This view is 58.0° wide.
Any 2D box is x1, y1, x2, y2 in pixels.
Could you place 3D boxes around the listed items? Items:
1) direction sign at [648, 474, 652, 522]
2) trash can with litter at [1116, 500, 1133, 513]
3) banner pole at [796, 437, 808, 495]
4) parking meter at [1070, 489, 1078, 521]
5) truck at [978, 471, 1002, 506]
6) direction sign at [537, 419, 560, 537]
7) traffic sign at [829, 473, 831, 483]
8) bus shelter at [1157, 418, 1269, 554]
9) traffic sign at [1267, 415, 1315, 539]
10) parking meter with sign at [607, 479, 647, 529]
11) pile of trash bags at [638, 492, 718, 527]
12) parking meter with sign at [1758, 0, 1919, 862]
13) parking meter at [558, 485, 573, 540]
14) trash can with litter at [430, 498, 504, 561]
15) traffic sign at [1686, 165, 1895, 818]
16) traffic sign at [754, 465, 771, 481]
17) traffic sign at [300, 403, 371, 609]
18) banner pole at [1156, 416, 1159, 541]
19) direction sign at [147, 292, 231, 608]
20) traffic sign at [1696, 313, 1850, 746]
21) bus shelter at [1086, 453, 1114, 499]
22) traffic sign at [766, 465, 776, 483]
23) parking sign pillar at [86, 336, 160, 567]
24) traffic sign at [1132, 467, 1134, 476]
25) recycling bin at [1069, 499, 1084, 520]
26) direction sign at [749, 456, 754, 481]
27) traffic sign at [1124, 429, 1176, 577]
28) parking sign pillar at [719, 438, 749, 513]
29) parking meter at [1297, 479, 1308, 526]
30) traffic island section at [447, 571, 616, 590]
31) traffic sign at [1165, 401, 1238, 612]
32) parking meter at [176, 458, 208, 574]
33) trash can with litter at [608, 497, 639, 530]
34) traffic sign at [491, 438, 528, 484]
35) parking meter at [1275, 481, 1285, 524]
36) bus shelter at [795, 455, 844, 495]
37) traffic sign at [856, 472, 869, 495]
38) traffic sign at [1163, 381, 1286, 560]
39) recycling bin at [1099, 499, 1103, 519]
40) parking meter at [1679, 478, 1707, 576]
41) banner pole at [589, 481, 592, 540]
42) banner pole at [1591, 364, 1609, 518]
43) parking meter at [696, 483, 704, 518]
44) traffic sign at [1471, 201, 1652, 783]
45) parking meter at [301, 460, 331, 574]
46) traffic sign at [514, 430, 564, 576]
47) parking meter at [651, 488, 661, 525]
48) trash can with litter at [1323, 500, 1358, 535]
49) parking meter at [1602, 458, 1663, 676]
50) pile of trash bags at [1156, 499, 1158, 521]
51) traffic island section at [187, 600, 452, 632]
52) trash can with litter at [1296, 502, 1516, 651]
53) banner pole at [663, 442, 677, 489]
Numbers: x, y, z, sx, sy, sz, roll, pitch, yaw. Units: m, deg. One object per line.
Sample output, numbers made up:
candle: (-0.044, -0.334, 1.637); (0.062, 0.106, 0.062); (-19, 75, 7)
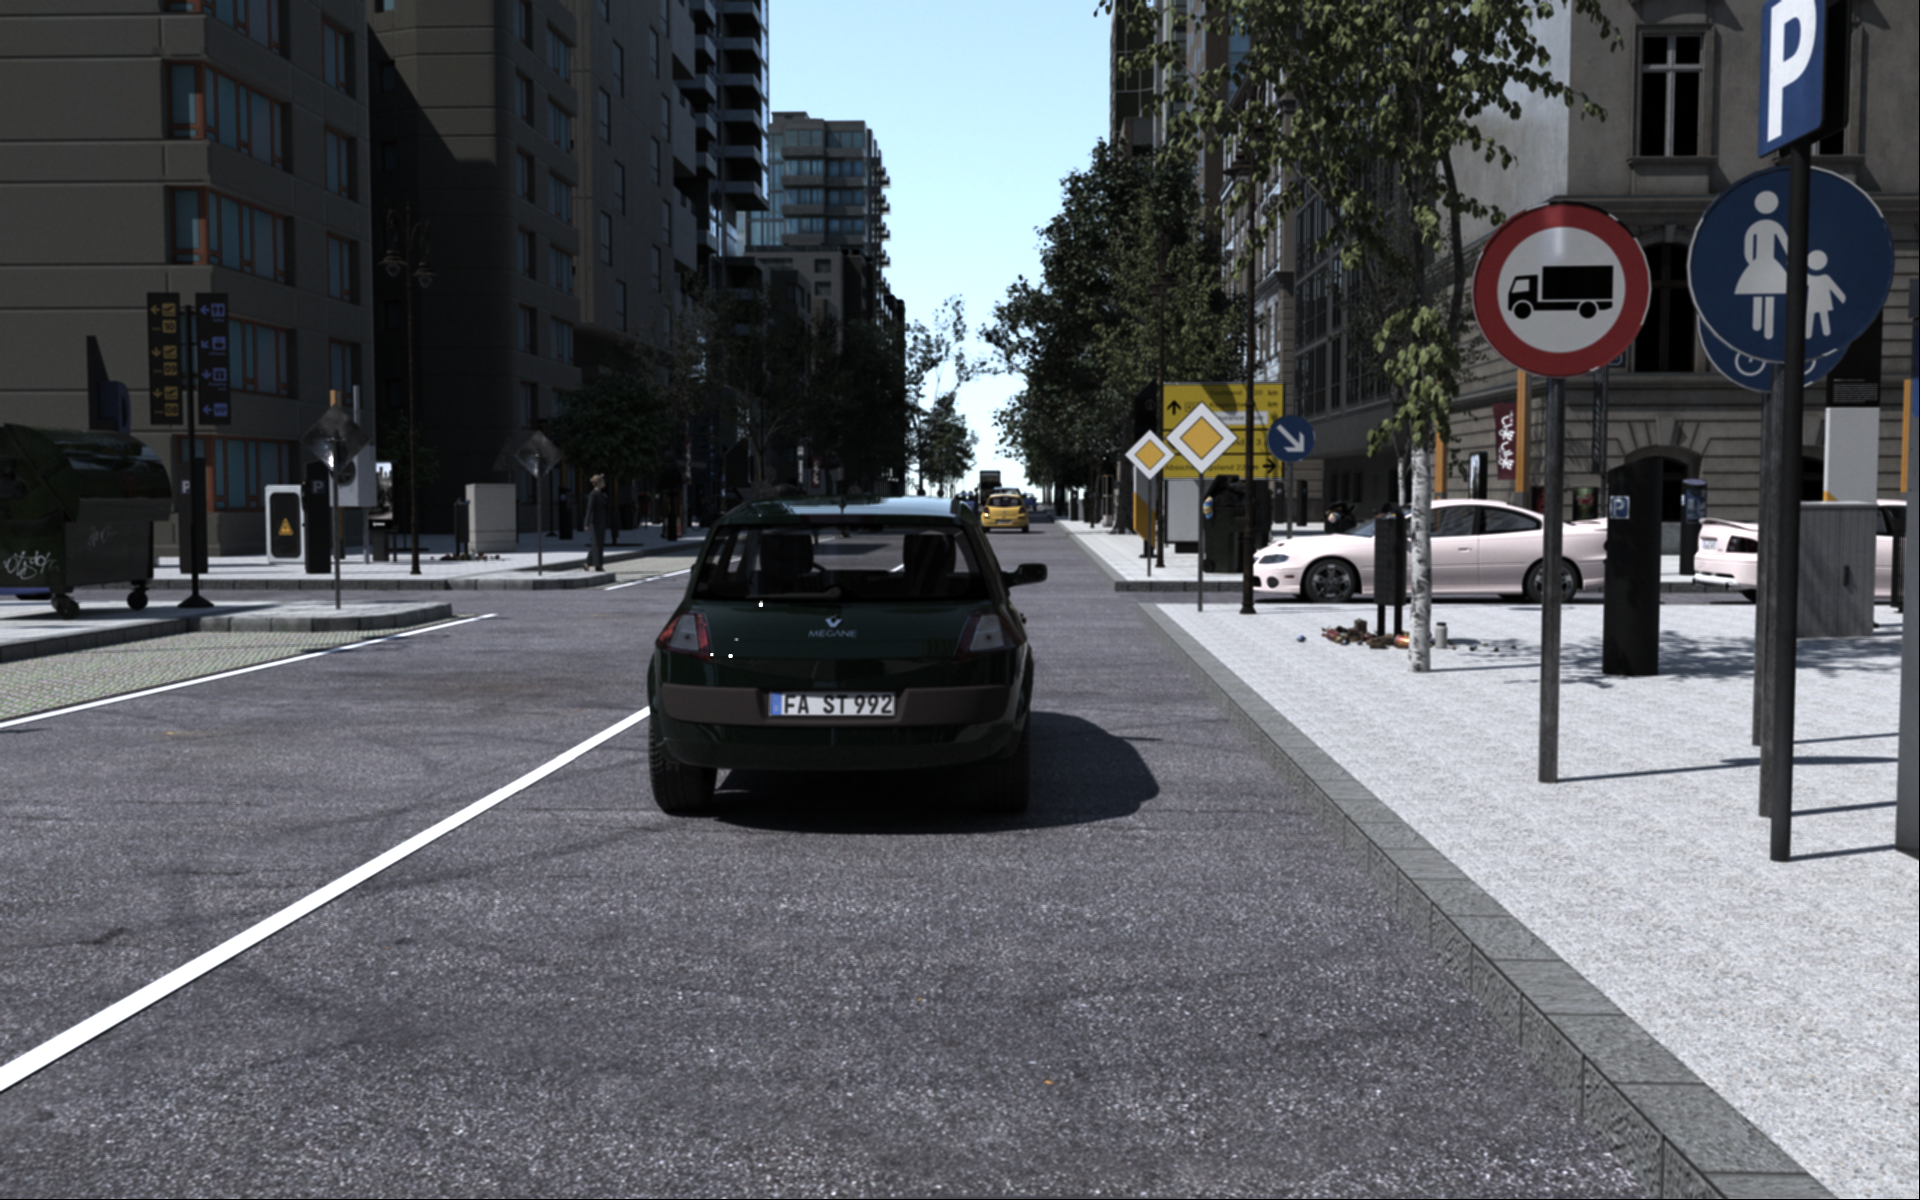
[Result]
direction sign: (-13.995, -5.288, 78.449); (0.379, 3.537, 0.876); (-1, 4, -15)
trash can with litter: (6.583, -3.489, 68.425); (0.624, 1.170, 1.055); (1, 4, 19)
banner pole: (-6.924, -5.290, 76.511); (0.863, 3.779, 0.401); (3, 5, 41)
parking meter: (5.463, -4.545, 82.728); (0.372, 1.533, 0.369); (0, 3, 0)
truck: (3.646, -13.464, 209.056); (2.839, 4.237, 11.283); (0, 4, 2)
direction sign: (-12.354, -3.689, 52.320); (0.379, 3.537, 0.876); (3, 5, 43)
traffic sign: (-7.631, -5.967, 97.671); (0.768, 2.556, 0.104); (0, 4, 3)
bus shelter: (5.108, -2.508, 34.926); (2.014, 3.302, 5.546); (0, 4, 2)
traffic sign: (5.330, -1.704, 27.969); (0.768, 2.556, 0.104); (0, 4, 5)
parking meter with sign: (-12.284, -4.144, 64.015); (1.738, 3.016, 0.543); (2, 4, 27)
pile of trash bags: (-10.928, -3.520, 67.312); (3.447, 1.369, 1.912); (0, 4, 7)
parking meter with sign: (3.694, -0.590, 5.911); (1.738, 3.016, 0.543); (0, 4, 4)
parking meter: (-11.116, -2.471, 48.813); (0.372, 1.533, 0.369); (0, 3, 0)
trash can with litter: (-9.557, -1.405, 34.033); (1.678, 1.210, 2.233); (0, 4, 2)
traffic sign: (3.224, -0.410, 6.815); (0.768, 2.556, 0.104); (0, 4, 7)
traffic sign: (-8.728, -4.675, 76.548); (0.768, 2.556, 0.104); (1, 4, 9)
traffic sign: (-6.920, -0.953, 19.221); (0.795, 2.450, 0.064); (0, 4, 2)
banner pole: (5.422, -3.518, 47.536); (0.401, 3.779, 0.863); (-2, 4, -26)
direction sign: (-8.679, -1.686, 19.564); (0.876, 3.537, 0.379); (0, 4, -4)
traffic sign: (4.089, -0.530, 8.766); (0.768, 2.556, 0.104); (0, 4, 6)
bus shelter: (7.523, -6.335, 94.852); (1.731, 3.624, 6.357); (0, 4, 2)
traffic sign: (-8.541, -4.698, 76.916); (0.768, 2.556, 0.104); (0, 4, 6)
parking sign pillar: (-14.818, -2.553, 30.219); (1.447, 3.967, 1.447); (-1, 4, -15)
traffic sign: (7.108, -4.131, 67.654); (0.768, 2.556, 0.104); (1, 4, 9)
recycling bin: (5.743, -4.413, 84.699); (0.722, 1.027, 0.722); (-1, 4, -9)
direction sign: (-12.534, -6.769, 102.671); (0.876, 3.537, 0.379); (3, 4, 37)
traffic sign: (2.931, -1.417, 26.805); (0.795, 2.450, 0.064); (0, 4, 2)
parking sign pillar: (-10.197, -5.498, 78.358); (1.447, 3.967, 1.447); (-3, 5, -43)
parking meter: (13.633, -3.872, 69.010); (0.399, 1.863, 0.255); (-3, 5, -39)
traffic island section: (-6.629, -0.305, 27.263); (2.009, 0.180, 2.903); (0, 4, 2)
traffic sign: (2.616, -0.929, 18.826); (0.795, 2.450, 0.064); (0, 4, 2)
parking meter: (-12.376, -1.357, 27.906); (0.399, 1.863, 0.255); (1, 4, 13)
trash can with litter: (-11.945, -3.063, 61.463); (0.624, 1.170, 1.055); (2, 4, 34)
traffic sign: (-10.352, -2.433, 39.791); (0.884, 2.594, 0.081); (1, 4, 8)
parking meter: (13.876, -4.247, 75.155); (0.399, 1.863, 0.255); (1, 4, 17)
bus shelter: (-7.538, -6.069, 93.155); (2.014, 3.302, 5.546); (0, 4, 2)
traffic sign: (-5.755, -6.239, 102.118); (0.768, 2.556, 0.104); (0, 4, 7)
traffic sign: (4.746, -2.297, 31.433); (2.265, 3.308, 0.079); (1, 4, 12)
recycling bin: (7.105, -4.629, 88.244); (0.722, 1.027, 0.722); (-3, 5, -41)
parking meter: (11.605, -1.162, 27.408); (0.372, 1.533, 0.369); (0, 3, 0)
banner pole: (-10.258, -3.575, 48.466); (0.401, 3.779, 0.863); (-2, 4, -28)
banner pole: (10.013, -2.269, 27.108); (0.401, 3.779, 0.863); (3, 4, 37)
parking meter: (-13.854, -5.296, 92.293); (0.399, 1.863, 0.255); (-3, 5, -45)
traffic sign: (2.622, -0.461, 7.644); (0.768, 2.556, 0.104); (0, 4, 5)
parking meter: (-10.385, -1.359, 27.925); (0.399, 1.863, 0.255); (-2, 4, -34)
traffic sign: (-6.605, -1.441, 27.200); (0.795, 2.450, 0.064); (0, 4, 2)
parking meter: (-12.801, -3.948, 72.953); (0.372, 1.533, 0.369); (0, 3, 0)
trash can with litter: (6.552, -1.173, 30.564); (0.624, 1.170, 1.055); (-1, 4, -17)
parking meter: (4.785, -0.239, 12.321); (0.372, 1.533, 0.369); (0, 3, 0)
pile of trash bags: (9.210, -4.560, 84.302); (3.447, 1.369, 1.912); (0, 4, 7)
traffic island section: (-6.944, 0.183, 19.284); (2.009, 0.180, 2.903); (0, 4, 2)
trash can with litter: (3.753, -0.249, 15.134); (1.678, 1.210, 2.233); (0, 4, -2)
banner pole: (-13.861, -5.697, 83.164); (0.863, 3.779, 0.401); (1, 4, 15)
